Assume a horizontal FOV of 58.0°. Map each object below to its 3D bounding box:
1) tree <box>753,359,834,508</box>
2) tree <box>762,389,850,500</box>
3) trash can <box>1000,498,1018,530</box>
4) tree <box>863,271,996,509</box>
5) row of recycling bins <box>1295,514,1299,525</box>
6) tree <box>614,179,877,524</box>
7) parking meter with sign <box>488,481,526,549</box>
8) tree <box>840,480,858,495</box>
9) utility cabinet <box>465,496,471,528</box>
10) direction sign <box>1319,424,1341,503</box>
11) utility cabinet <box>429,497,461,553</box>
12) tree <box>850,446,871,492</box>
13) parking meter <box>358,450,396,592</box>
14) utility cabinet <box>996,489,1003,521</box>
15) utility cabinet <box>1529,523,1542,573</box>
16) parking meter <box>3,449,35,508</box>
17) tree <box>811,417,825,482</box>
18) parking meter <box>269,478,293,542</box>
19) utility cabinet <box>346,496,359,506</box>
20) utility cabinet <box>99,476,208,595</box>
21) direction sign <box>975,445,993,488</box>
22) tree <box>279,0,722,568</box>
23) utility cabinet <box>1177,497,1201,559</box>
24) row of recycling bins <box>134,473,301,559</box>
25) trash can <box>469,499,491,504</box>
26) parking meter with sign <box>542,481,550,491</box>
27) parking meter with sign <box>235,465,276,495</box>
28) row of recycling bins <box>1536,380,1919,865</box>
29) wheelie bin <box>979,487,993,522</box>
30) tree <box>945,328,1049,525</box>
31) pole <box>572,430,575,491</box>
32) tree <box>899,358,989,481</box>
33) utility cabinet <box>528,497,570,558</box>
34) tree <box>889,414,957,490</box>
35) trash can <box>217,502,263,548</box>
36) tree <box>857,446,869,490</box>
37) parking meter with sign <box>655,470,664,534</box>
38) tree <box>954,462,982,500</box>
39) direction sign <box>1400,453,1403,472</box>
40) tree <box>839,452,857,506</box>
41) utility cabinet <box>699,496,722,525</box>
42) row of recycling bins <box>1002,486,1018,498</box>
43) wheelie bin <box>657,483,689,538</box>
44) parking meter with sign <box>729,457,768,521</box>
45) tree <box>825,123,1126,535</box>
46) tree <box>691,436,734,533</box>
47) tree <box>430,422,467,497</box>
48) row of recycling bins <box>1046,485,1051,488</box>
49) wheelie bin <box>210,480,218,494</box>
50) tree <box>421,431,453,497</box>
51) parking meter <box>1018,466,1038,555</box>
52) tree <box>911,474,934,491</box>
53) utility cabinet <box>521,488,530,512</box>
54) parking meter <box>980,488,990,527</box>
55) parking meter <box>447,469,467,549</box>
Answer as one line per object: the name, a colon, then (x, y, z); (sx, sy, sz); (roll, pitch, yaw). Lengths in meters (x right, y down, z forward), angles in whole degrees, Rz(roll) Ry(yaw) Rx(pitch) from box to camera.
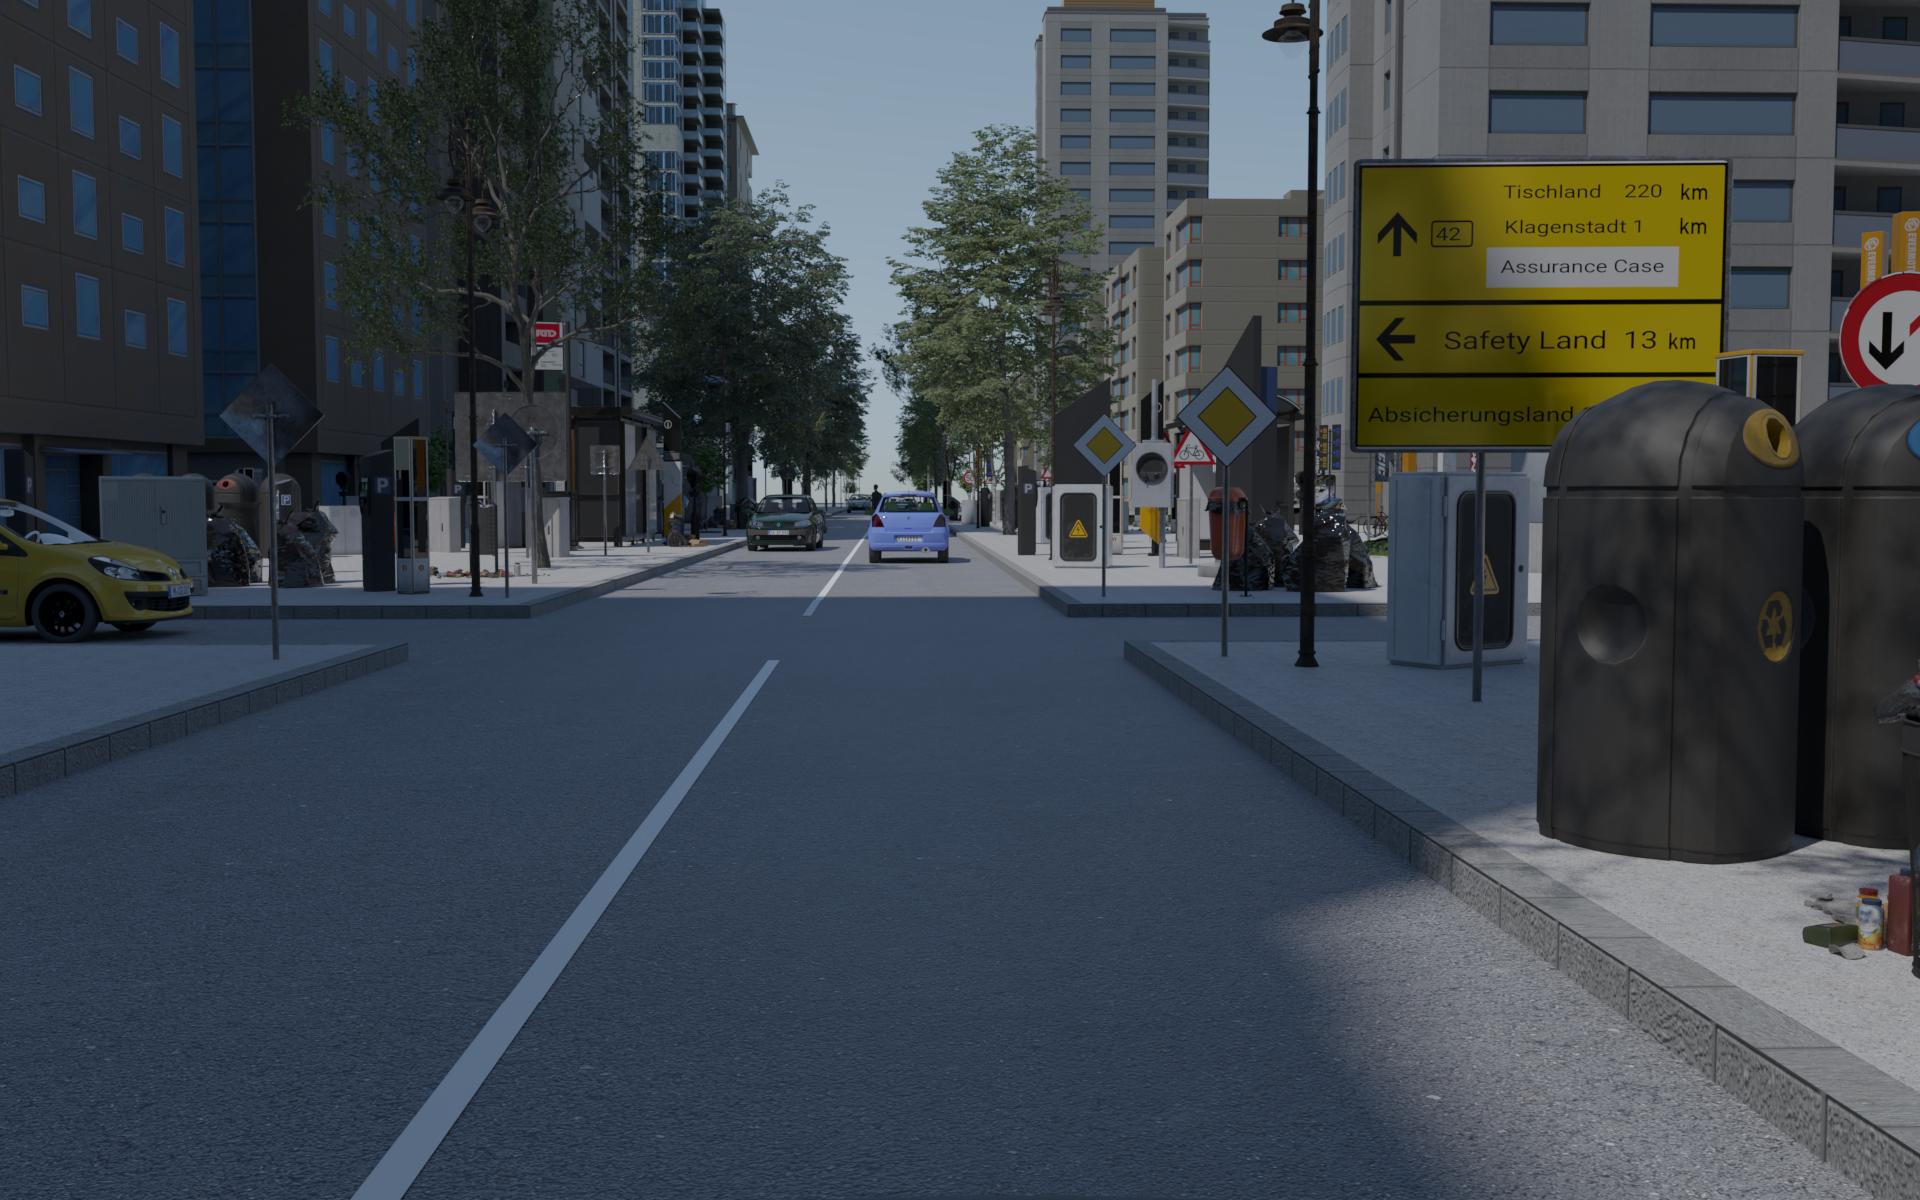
tree: (-9.442, -8.737, 93.204); (4.737, 8.622, 4.395); (0, 3, 0)
tree: (-9.678, -9.394, 103.951); (4.360, 8.622, 3.978); (0, 3, 0)
trash can: (1.815, -3.085, 62.090); (0.748, 1.137, 0.748); (0, 3, 0)
tree: (-2.262, -17.976, 149.803); (12.611, 20.169, 13.585); (0, 3, 0)
row of recycling bins: (13.791, -3.976, 72.119); (3.534, 1.692, 1.069); (3, 5, 42)
tree: (-9.003, -10.006, 70.248); (9.857, 13.997, 8.962); (0, 3, 0)
parking meter with sign: (-10.674, -2.730, 40.891); (0.543, 3.016, 1.738); (1, 4, 17)
tree: (-14.840, -14.421, 230.389); (1.663, 3.219, 1.824); (0, 3, 0)
utility cabinet: (-18.720, -3.298, 65.086); (1.020, 1.237, 0.306); (-2, 4, -24)
direction sign: (12.059, -3.946, 56.516); (0.379, 3.537, 0.876); (-3, 4, -38)
utility cabinet: (-11.398, -1.656, 38.245); (0.306, 1.237, 1.020); (-3, 5, -43)
tree: (-12.321, -14.911, 194.153); (4.360, 8.622, 3.978); (0, 3, 0)
parking meter: (-7.674, -1.046, 22.806); (0.255, 1.863, 0.399); (3, 5, 42)
utility cabinet: (2.160, -4.469, 81.754); (0.318, 1.500, 1.173); (-2, 4, -31)
utility cabinet: (9.630, -1.022, 27.864); (0.306, 1.237, 1.020); (-3, 4, -38)
parking meter: (-12.320, -1.040, 22.713); (0.255, 1.863, 0.399); (-1, 4, -11)
tree: (-12.358, -15.624, 173.580); (7.486, 12.596, 7.792); (0, 3, 0)
parking meter: (-10.930, -1.192, 27.898); (0.372, 1.533, 0.369); (0, 3, 0)
utility cabinet: (-18.568, -2.617, 53.945); (1.020, 1.237, 0.306); (1, 4, 11)
utility cabinet: (-10.060, -0.791, 21.620); (1.173, 1.500, 0.318); (-2, 4, -32)
direction sign: (1.131, -5.418, 80.580); (0.876, 3.537, 0.379); (1, 4, 22)
tree: (-7.604, -5.833, 29.790); (7.601, 10.594, 8.767); (0, 4, -4)
utility cabinet: (4.593, -1.451, 34.884); (0.306, 1.237, 1.020); (0, 4, -3)
row of recycling bins: (-14.989, -1.691, 34.763); (3.534, 1.692, 1.069); (0, 4, 0)
trash can: (-13.919, -2.377, 50.517); (0.748, 1.137, 0.748); (0, 3, 0)
parking meter with sign: (-18.476, -4.899, 76.361); (0.543, 3.016, 1.738); (3, 5, 40)
parking meter with sign: (-21.358, -3.408, 51.981); (0.543, 3.016, 1.738); (3, 5, 44)
row of recycling bins: (3.929, 0.034, 6.564); (3.534, 1.692, 1.069); (0, 4, -6)
wheelie bin: (1.216, -4.382, 79.550); (0.693, 1.594, 0.980); (1, 4, 14)
tree: (1.664, -7.412, 71.545); (4.737, 8.622, 4.395); (0, 3, 0)
pole: (-10.749, -3.311, 47.975); (0.158, 3.312, 0.155); (0, 3, 0)
tree: (-0.615, -12.220, 125.556); (9.928, 11.665, 9.643); (0, 3, 0)
utility cabinet: (-8.401, -1.476, 35.288); (1.020, 1.237, 0.306); (3, 4, 37)
tree: (-4.560, -19.239, 231.561); (9.611, 12.733, 9.660); (0, 3, 0)
trash can: (-12.617, -1.145, 30.378); (0.748, 1.137, 0.748); (0, 3, 0)
tree: (-12.220, -14.454, 186.677); (4.737, 8.622, 4.395); (0, 3, 0)
parking meter with sign: (-9.859, -3.629, 55.599); (1.738, 3.016, 0.543); (0, 4, 4)
tree: (0.634, -6.616, 102.767); (1.663, 3.219, 1.824); (0, 3, 0)
direction sign: (15.886, -4.298, 62.267); (0.379, 3.537, 0.876); (0, 4, 7)
tree: (-12.348, -12.552, 155.592); (4.737, 8.622, 4.395); (0, 3, 0)
utility cabinet: (-10.089, -3.586, 69.792); (1.020, 1.237, 0.306); (0, 4, -6)
row of recycling bins: (2.368, -4.175, 75.378); (1.069, 1.692, 3.534); (0, 4, -4)
wheelie bin: (-8.489, -2.643, 51.117); (0.980, 1.594, 0.693); (0, 4, -4)
parking meter with sign: (-9.895, -5.183, 81.002); (1.738, 3.016, 0.543); (-1, 4, -20)
tree: (1.133, -8.315, 54.084); (7.486, 12.596, 7.792); (0, 3, 0)
tree: (-8.277, -3.839, 57.362); (1.663, 3.219, 1.824); (0, 3, 0)
tree: (-23.482, -5.772, 78.090); (4.285, 4.588, 4.351); (0, 3, 0)
row of recycling bins: (3.868, -4.588, 82.120); (1.069, 1.692, 3.534); (1, 4, 15)
wheelie bin: (-17.163, -1.945, 39.714); (0.693, 1.594, 0.980); (0, 4, 8)
tree: (-16.358, -3.571, 52.988); (1.663, 3.219, 1.824); (0, 3, 0)
parking meter: (1.418, -1.868, 36.253); (0.399, 1.863, 0.255); (-1, 4, -8)
tree: (-4.684, -14.356, 218.428); (4.285, 4.588, 4.351); (0, 3, 0)
utility cabinet: (-15.332, -3.157, 60.294); (1.173, 1.500, 0.318); (3, 5, 39)
parking meter: (0.987, -3.629, 67.749); (0.372, 1.533, 0.369); (0, 3, 0)
parking meter: (-11.855, -2.146, 40.806); (0.399, 1.863, 0.255); (-3, 4, -37)
